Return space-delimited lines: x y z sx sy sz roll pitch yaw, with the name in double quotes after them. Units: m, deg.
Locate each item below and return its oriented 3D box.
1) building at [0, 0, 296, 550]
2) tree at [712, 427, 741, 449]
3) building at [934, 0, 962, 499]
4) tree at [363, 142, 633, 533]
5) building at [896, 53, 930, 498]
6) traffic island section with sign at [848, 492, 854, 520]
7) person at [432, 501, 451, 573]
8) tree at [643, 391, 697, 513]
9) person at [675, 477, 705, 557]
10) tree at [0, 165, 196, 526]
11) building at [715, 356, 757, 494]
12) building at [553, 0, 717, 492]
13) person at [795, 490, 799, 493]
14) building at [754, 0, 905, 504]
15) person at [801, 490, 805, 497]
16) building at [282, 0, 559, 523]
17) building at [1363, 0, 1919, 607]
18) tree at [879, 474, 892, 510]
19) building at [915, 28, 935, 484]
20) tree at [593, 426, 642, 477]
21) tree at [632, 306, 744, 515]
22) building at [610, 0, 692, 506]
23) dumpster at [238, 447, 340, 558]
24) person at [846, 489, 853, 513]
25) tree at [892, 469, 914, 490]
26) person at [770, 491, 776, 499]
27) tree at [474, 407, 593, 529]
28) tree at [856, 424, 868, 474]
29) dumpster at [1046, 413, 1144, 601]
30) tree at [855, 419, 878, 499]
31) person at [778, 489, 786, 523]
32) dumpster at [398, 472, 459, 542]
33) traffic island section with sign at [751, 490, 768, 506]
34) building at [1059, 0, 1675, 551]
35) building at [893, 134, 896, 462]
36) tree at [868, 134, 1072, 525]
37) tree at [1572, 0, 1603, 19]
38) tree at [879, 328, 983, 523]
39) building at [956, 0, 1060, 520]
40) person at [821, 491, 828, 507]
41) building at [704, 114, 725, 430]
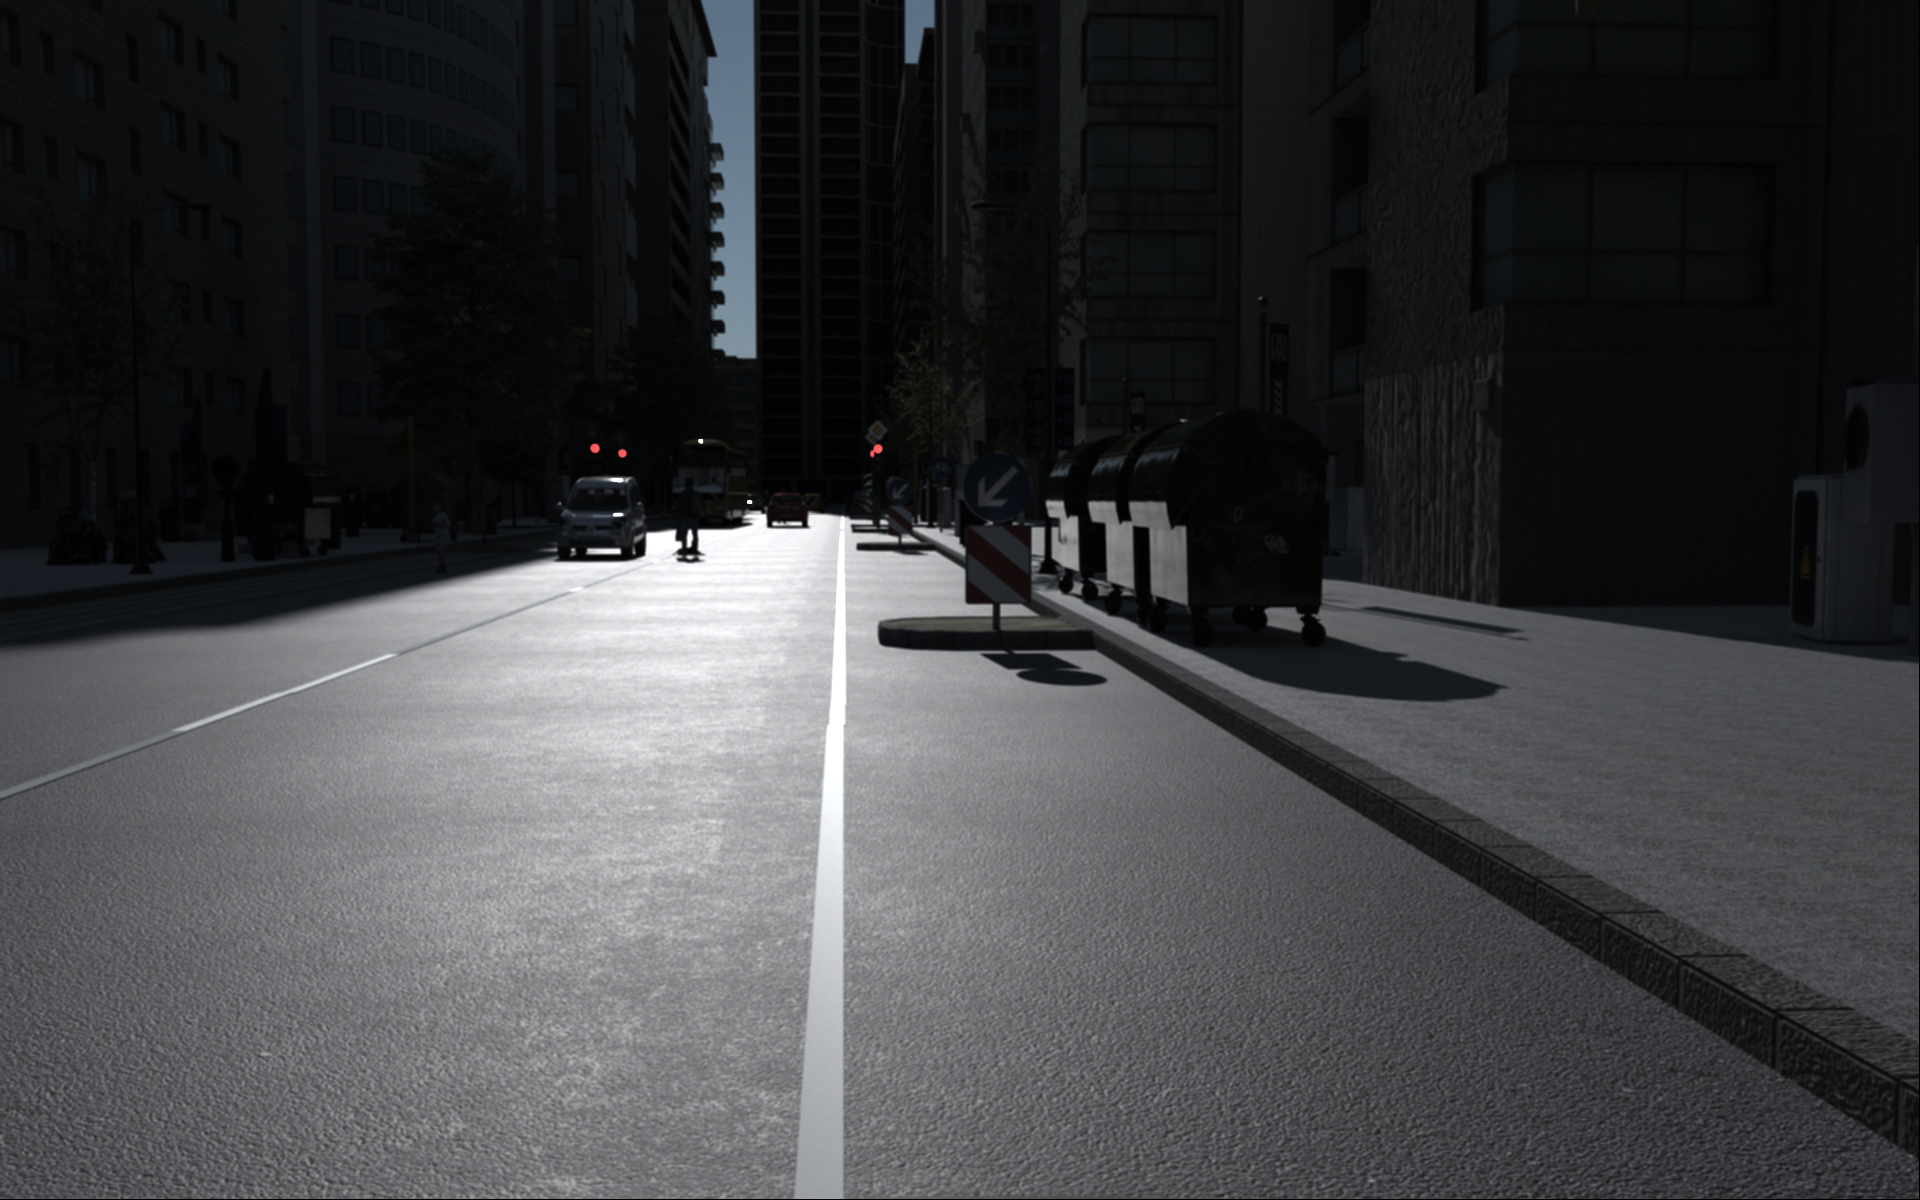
-37.005 -12.318 46.447 28.899 21.520 27.650 0 4 -4 "building"
-22.066 -12.703 158.057 4.737 8.622 4.395 0 3 0 "tree"
8.678 -35.490 122.265 21.231 58.520 28.212 0 4 -4 "building"
-15.698 -8.468 56.574 7.486 12.596 7.792 0 3 0 "tree"
4.299 -34.548 188.556 21.300 48.544 21.600 0 4 -4 "building"
-5.255 -5.466 97.996 1.989 1.847 2.006 0 4 -4 "traffic island section with sign"
-9.492 -1.153 31.624 0.425 1.301 0.394 1 4 17 "person"
-19.336 -10.049 114.662 4.737 8.622 4.395 0 3 0 "tree"
-6.192 -1.889 39.365 0.794 1.824 0.713 0 4 6 "person"
-19.805 -5.455 39.548 4.737 8.622 4.395 0 3 0 "tree"
-42.901 -24.565 246.682 28.899 21.520 27.650 0 4 -4 "building"
-40.504 -36.195 181.029 28.713 52.752 27.495 0 4 -4 "building"
-13.019 -7.844 137.346 0.643 1.750 0.593 1 4 20 "person"
-17.960 -49.233 243.217 20.611 71.187 20.563 0 4 -4 "building"
-15.469 -9.862 169.762 1.348 1.822 0.705 1 4 23 "person"
-33.275 -33.302 86.487 21.231 58.520 28.212 0 4 -4 "building"
12.649 -20.923 25.680 14.154 41.232 14.086 0 4 -4 "building"
-5.328 -9.072 142.925 1.663 3.219 1.824 0 3 0 "tree"
7.072 -31.131 163.614 22.147 44.769 28.867 0 4 -4 "building"
-16.949 -6.081 83.138 4.285 4.588 4.351 0 3 0 "tree"
-17.874 -11.413 104.735 7.486 12.596 7.792 0 3 0 "tree"
-35.975 -32.612 156.904 21.300 48.544 21.600 0 4 -4 "building"
-13.720 -2.016 35.452 1.502 2.255 1.985 0 4 -4 "dumpster"
-8.294 -7.436 130.247 0.590 1.801 0.661 -1 4 -11 "person"
-3.949 -8.496 133.518 1.663 3.219 1.824 0 3 0 "tree"
-18.185 -9.782 169.220 0.721 1.735 1.217 2 4 27 "person"
-16.681 -4.972 65.001 4.285 4.588 4.351 0 3 0 "tree"
-2.274 -8.555 90.239 4.737 8.622 4.395 0 3 0 "tree"
1.920 -1.167 21.579 1.502 2.255 1.985 0 4 -4 "dumpster"
-7.406 -12.948 162.065 4.360 8.622 3.978 0 3 0 "tree"
-8.587 -4.582 84.422 0.512 1.701 0.522 -3 5 -41 "person"
-14.347 -2.505 46.722 1.264 1.857 1.865 0 4 -4 "dumpster"
-20.641 -10.133 174.303 1.989 1.847 2.006 0 4 -4 "traffic island section with sign"
9.543 -22.261 47.566 14.154 41.232 14.086 0 4 -4 "building"
2.892 -35.918 210.958 21.300 48.544 21.600 0 4 -4 "building"
0.992 -5.168 34.865 4.737 8.622 4.395 0 3 0 "tree"
3.173 -3.363 5.350 4.737 8.622 4.395 0 3 0 "tree"
-1.219 -7.786 77.662 4.360 8.622 3.978 0 3 0 "tree"
12.319 -24.429 91.295 23.993 40.220 32.217 0 4 -4 "building"
-15.006 -11.095 189.910 1.348 1.823 0.705 3 5 40 "person"
-43.682 -35.890 206.403 30.456 49.044 23.786 0 4 -4 "building"
